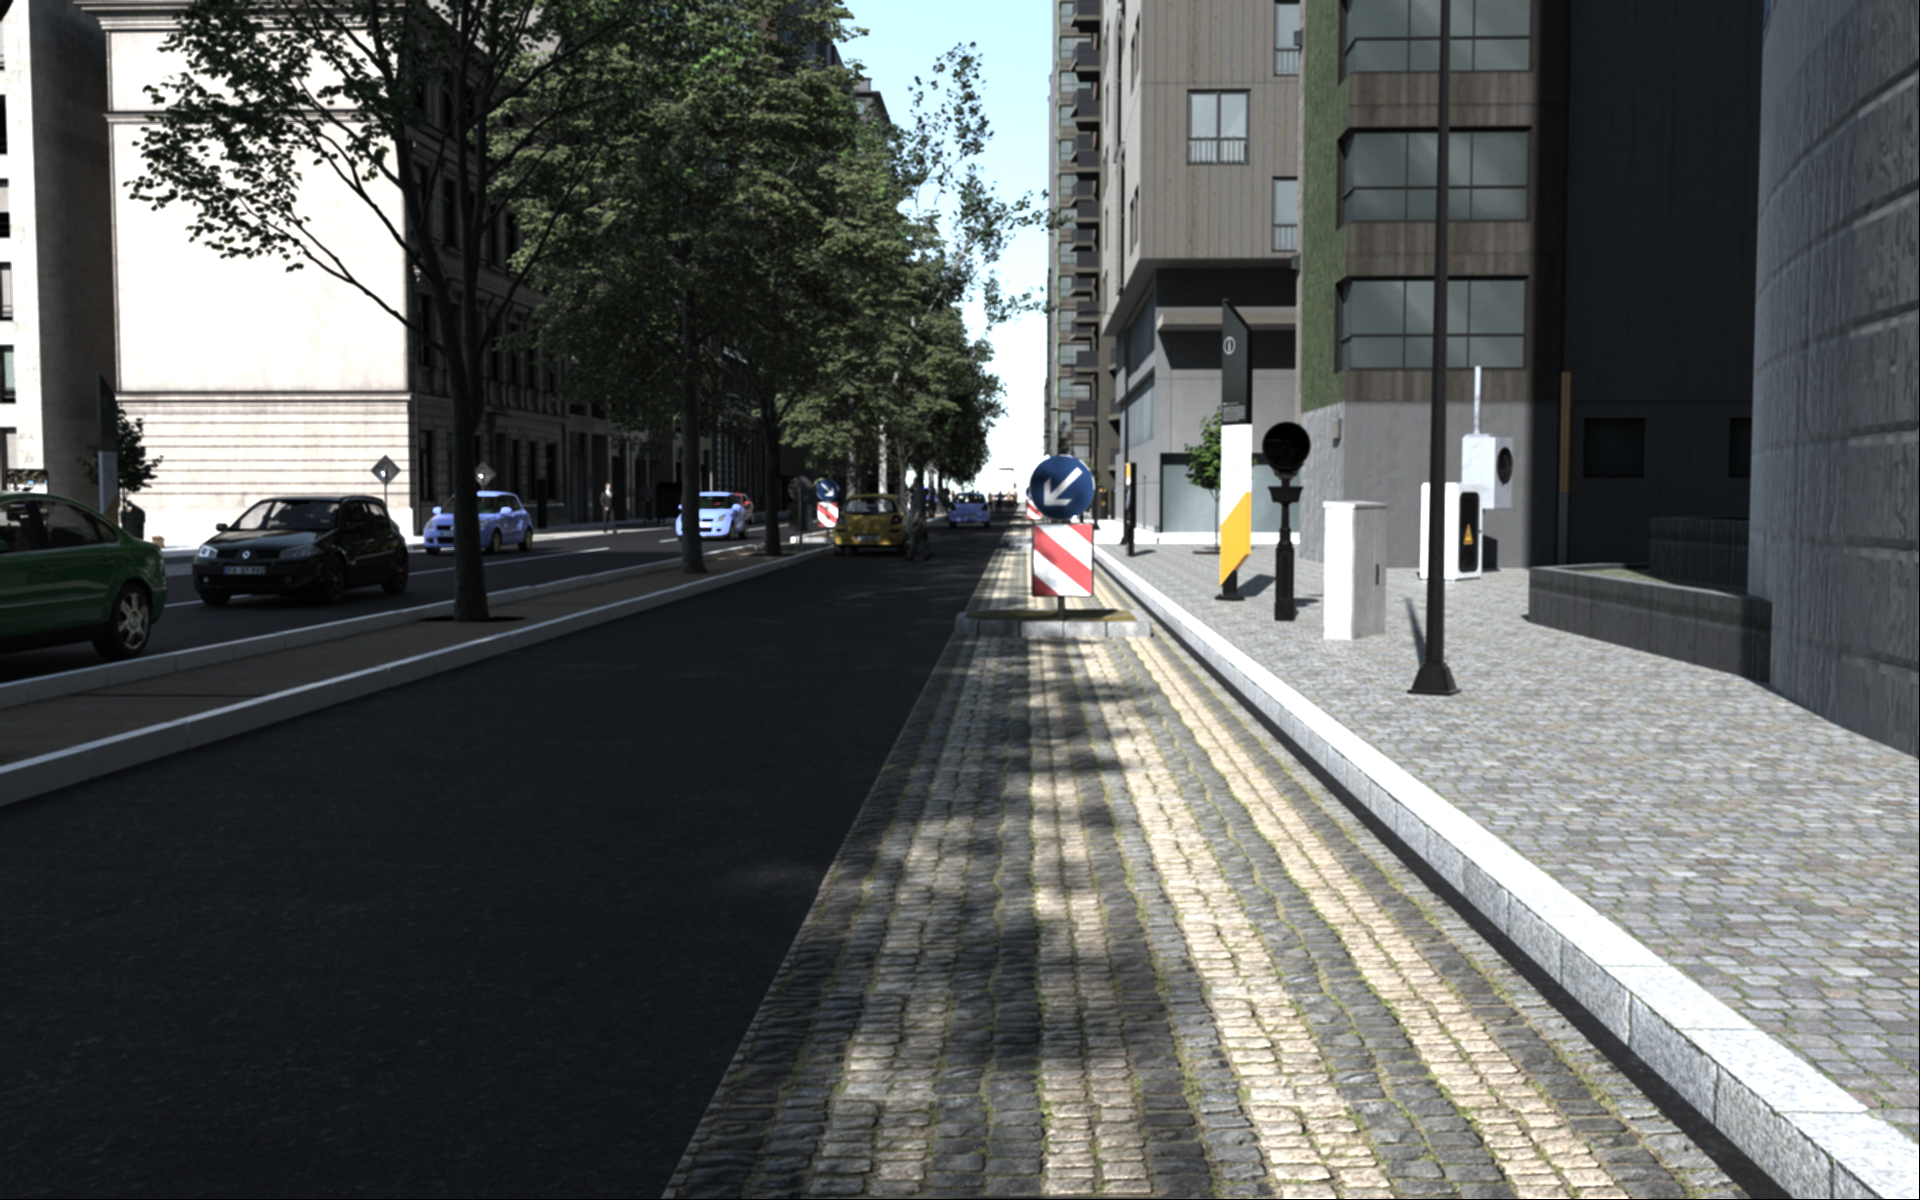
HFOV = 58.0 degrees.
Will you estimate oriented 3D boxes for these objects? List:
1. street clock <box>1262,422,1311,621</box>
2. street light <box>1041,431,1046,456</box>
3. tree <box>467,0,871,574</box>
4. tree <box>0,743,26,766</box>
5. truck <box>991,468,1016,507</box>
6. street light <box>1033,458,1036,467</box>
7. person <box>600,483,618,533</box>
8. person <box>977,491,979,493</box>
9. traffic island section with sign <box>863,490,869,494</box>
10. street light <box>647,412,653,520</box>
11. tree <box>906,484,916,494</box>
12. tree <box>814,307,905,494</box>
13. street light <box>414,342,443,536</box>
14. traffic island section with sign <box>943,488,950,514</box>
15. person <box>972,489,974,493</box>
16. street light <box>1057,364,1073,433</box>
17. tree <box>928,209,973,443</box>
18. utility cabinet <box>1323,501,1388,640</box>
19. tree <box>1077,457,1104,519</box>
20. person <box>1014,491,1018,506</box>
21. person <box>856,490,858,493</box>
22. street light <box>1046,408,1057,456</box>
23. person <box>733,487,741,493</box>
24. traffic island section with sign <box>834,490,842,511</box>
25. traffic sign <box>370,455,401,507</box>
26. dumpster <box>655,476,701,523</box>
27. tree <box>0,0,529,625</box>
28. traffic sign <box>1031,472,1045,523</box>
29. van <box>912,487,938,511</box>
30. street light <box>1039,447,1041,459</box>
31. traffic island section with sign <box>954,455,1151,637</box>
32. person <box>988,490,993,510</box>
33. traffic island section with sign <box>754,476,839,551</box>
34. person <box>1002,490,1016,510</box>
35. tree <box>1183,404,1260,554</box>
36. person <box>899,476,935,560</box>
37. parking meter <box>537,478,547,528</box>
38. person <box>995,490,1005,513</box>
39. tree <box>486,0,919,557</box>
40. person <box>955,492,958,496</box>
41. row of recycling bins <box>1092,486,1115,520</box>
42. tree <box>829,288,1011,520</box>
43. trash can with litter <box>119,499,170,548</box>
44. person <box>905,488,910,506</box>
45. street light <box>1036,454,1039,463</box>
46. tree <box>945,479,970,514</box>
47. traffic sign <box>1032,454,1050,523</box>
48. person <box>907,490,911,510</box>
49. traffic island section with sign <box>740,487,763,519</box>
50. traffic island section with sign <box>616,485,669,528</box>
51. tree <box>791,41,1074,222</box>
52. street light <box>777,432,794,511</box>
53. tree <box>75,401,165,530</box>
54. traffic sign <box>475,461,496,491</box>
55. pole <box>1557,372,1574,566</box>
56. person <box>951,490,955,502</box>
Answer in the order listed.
[{"bbox_3d":[3.290,-0.792,17.519,0.471,2.002,0.358,0,4,8],"label":"street clock"},{"bbox_3d":[6.850,-9.432,126.755,1.470,5.913,1.316,0,4,2],"label":"street light"},{"bbox_3d":[-4.720,-6.713,30.334,7.486,12.596,7.792,0,3,0],"label":"tree"},{"bbox_3d":[-5.729,-4.933,8.865,9.928,11.665,9.643,0,3,0],"label":"tree"},{"bbox_3d":[4.798,-12.474,192.864,2.839,4.237,11.283,0,4,2],"label":"truck"},{"bbox_3d":[9.615,-14.079,202.734,1.470,5.913,1.316,0,4,2],"label":"street light"},{"bbox_3d":[-12.792,-3.361,63.229,0.659,1.850,0.755,-3,4,-38],"label":"person"},{"bbox_3d":[1.437,-8.477,147.815,0.721,1.735,1.217,1,4,15],"label":"person"},{"bbox_3d":[-9.691,-10.445,179.399,1.989,1.847,2.006,0,4,2],"label":"traffic island section with sign"},{"bbox_3d":[-14.642,-6.859,84.689,1.470,5.913,1.316,0,4,2],"label":"street light"},{"bbox_3d":[-8.891,-17.922,287.624,1.663,3.219,1.824,0,3,0],"label":"tree"},{"bbox_3d":[-3.683,-6.705,62.439,4.737,8.622,4.395,0,3,0],"label":"tree"},{"bbox_3d":[-15.895,-4.890,52.496,1.470,5.913,1.316,0,4,2],"label":"street light"},{"bbox_3d":[-1.064,-7.259,126.818,2.006,1.907,1.989,0,4,2],"label":"traffic island section with sign"},{"bbox_3d":[1.031,-7.836,136.621,1.348,1.824,0.705,0,4,1],"label":"person"},{"bbox_3d":[4.319,-5.464,61.873,1.470,5.913,1.316,0,4,2],"label":"street light"},{"bbox_3d":[-3.462,-8.289,56.106,7.486,12.596,7.792,0,3,0],"label":"tree"},{"bbox_3d":[3.589,-0.277,15.689,0.306,1.237,1.020,2,4,30],"label":"utility cabinet"},{"bbox_3d":[6.446,-5.812,89.622,1.663,3.219,1.824,0,3,0],"label":"tree"},{"bbox_3d":[6.979,-12.731,216.590,0.705,1.831,1.348,-1,4,-18],"label":"person"},{"bbox_3d":[-7.641,-7.361,129.558,1.217,1.736,0.721,0,4,-7],"label":"person"},{"bbox_3d":[5.577,-7.433,94.066,1.470,5.913,1.316,0,4,2],"label":"street light"},{"bbox_3d":[-12.648,-5.478,98.042,0.580,1.828,0.573,1,4,17],"label":"person"},{"bbox_3d":[-10.716,-8.763,151.905,1.989,1.847,2.006,0,4,2],"label":"traffic island section with sign"},{"bbox_3d":[-14.725,-2.495,44.429,0.795,2.450,0.064,0,4,2],"label":"traffic sign"},{"bbox_3d":[-13.191,-4.654,81.045,1.985,2.255,1.502,0,4,3],"label":"dumpster"},{"bbox_3d":[-5.599,-5.568,19.248,9.928,11.665,9.643,0,3,0],"label":"tree"},{"bbox_3d":[2.507,-2.943,51.755,0.795,2.450,0.064,0,4,2],"label":"traffic sign"},{"bbox_3d":[-2.847,-8.755,147.526,2.240,2.365,5.245,0,4,2],"label":"van"},{"bbox_3d":[7.230,-10.130,138.161,1.470,5.913,1.316,0,4,2],"label":"street light"},{"bbox_3d":[0.948,-0.585,18.185,1.989,1.847,2.006,0,4,2],"label":"traffic island section with sign"},{"bbox_3d":[2.723,-8.902,154.592,0.434,1.755,0.990,2,4,24],"label":"person"},{"bbox_3d":[-4.163,-2.214,44.330,2.006,1.907,1.989,0,4,2],"label":"traffic island section with sign"},{"bbox_3d":[4.334,-8.925,154.521,1.348,1.812,0.705,-1,4,-15],"label":"person"},{"bbox_3d":[5.658,-2.610,37.279,1.663,3.219,1.824,0,3,0],"label":"tree"},{"bbox_3d":[-0.932,-1.764,37.437,0.767,1.812,0.694,0,4,-1],"label":"person"},{"bbox_3d":[-15.635,-3.612,64.762,0.255,1.863,0.399,-2,4,-31],"label":"parking meter"},{"bbox_3d":[3.029,-7.487,131.857,0.756,1.711,0.436,0,3,0],"label":"person"},{"bbox_3d":[-4.419,-6.821,39.740,9.928,11.665,9.643,0,3,0],"label":"tree"},{"bbox_3d":[-0.380,-16.753,283.192,1.217,1.735,0.721,0,4,2],"label":"person"},{"bbox_3d":[8.370,-4.887,87.012,3.534,1.692,1.069,1,4,13],"label":"row of recycling bins"},{"bbox_3d":[-2.123,-10.626,93.199,9.611,12.733,9.660,0,3,0],"label":"tree"},{"bbox_3d":[-19.238,-1.801,40.838,1.055,1.170,0.624,-2,4,-27],"label":"trash can with litter"},{"bbox_3d":[-3.353,-5.930,105.572,0.709,1.813,0.853,1,4,12],"label":"person"},{"bbox_3d":[8.456,-12.099,170.355,1.470,5.913,1.316,0,4,2],"label":"street light"},{"bbox_3d":[-0.906,-10.558,125.437,4.360,8.622,3.978,0,3,0],"label":"tree"},{"bbox_3d":[2.207,-2.455,43.775,0.795,2.450,0.064,0,4,2],"label":"traffic sign"},{"bbox_3d":[-3.952,-7.421,130.504,0.551,1.740,0.621,1,4,16],"label":"person"},{"bbox_3d":[-12.612,-5.681,101.505,1.989,1.847,2.006,0,4,2],"label":"traffic island section with sign"},{"bbox_3d":[-13.626,-4.033,74.569,1.989,1.847,2.006,0,4,2],"label":"traffic island section with sign"},{"bbox_3d":[-2.057,-13.053,71.755,12.611,20.169,13.585,0,3,0],"label":"tree"},{"bbox_3d":[-12.976,-9.556,128.783,1.470,5.913,1.316,0,4,2],"label":"street light"},{"bbox_3d":[-17.231,-2.526,35.897,1.663,3.219,1.824,0,3,0],"label":"tree"},{"bbox_3d":[-14.425,-2.983,52.409,0.795,2.450,0.064,0,4,2],"label":"traffic sign"},{"bbox_3d":[10.134,-2.149,28.983,0.158,3.312,0.155,0,3,0],"label":"pole"},{"bbox_3d":[-0.641,-9.706,167.125,0.705,1.831,1.348,1,4,9],"label":"person"}]
